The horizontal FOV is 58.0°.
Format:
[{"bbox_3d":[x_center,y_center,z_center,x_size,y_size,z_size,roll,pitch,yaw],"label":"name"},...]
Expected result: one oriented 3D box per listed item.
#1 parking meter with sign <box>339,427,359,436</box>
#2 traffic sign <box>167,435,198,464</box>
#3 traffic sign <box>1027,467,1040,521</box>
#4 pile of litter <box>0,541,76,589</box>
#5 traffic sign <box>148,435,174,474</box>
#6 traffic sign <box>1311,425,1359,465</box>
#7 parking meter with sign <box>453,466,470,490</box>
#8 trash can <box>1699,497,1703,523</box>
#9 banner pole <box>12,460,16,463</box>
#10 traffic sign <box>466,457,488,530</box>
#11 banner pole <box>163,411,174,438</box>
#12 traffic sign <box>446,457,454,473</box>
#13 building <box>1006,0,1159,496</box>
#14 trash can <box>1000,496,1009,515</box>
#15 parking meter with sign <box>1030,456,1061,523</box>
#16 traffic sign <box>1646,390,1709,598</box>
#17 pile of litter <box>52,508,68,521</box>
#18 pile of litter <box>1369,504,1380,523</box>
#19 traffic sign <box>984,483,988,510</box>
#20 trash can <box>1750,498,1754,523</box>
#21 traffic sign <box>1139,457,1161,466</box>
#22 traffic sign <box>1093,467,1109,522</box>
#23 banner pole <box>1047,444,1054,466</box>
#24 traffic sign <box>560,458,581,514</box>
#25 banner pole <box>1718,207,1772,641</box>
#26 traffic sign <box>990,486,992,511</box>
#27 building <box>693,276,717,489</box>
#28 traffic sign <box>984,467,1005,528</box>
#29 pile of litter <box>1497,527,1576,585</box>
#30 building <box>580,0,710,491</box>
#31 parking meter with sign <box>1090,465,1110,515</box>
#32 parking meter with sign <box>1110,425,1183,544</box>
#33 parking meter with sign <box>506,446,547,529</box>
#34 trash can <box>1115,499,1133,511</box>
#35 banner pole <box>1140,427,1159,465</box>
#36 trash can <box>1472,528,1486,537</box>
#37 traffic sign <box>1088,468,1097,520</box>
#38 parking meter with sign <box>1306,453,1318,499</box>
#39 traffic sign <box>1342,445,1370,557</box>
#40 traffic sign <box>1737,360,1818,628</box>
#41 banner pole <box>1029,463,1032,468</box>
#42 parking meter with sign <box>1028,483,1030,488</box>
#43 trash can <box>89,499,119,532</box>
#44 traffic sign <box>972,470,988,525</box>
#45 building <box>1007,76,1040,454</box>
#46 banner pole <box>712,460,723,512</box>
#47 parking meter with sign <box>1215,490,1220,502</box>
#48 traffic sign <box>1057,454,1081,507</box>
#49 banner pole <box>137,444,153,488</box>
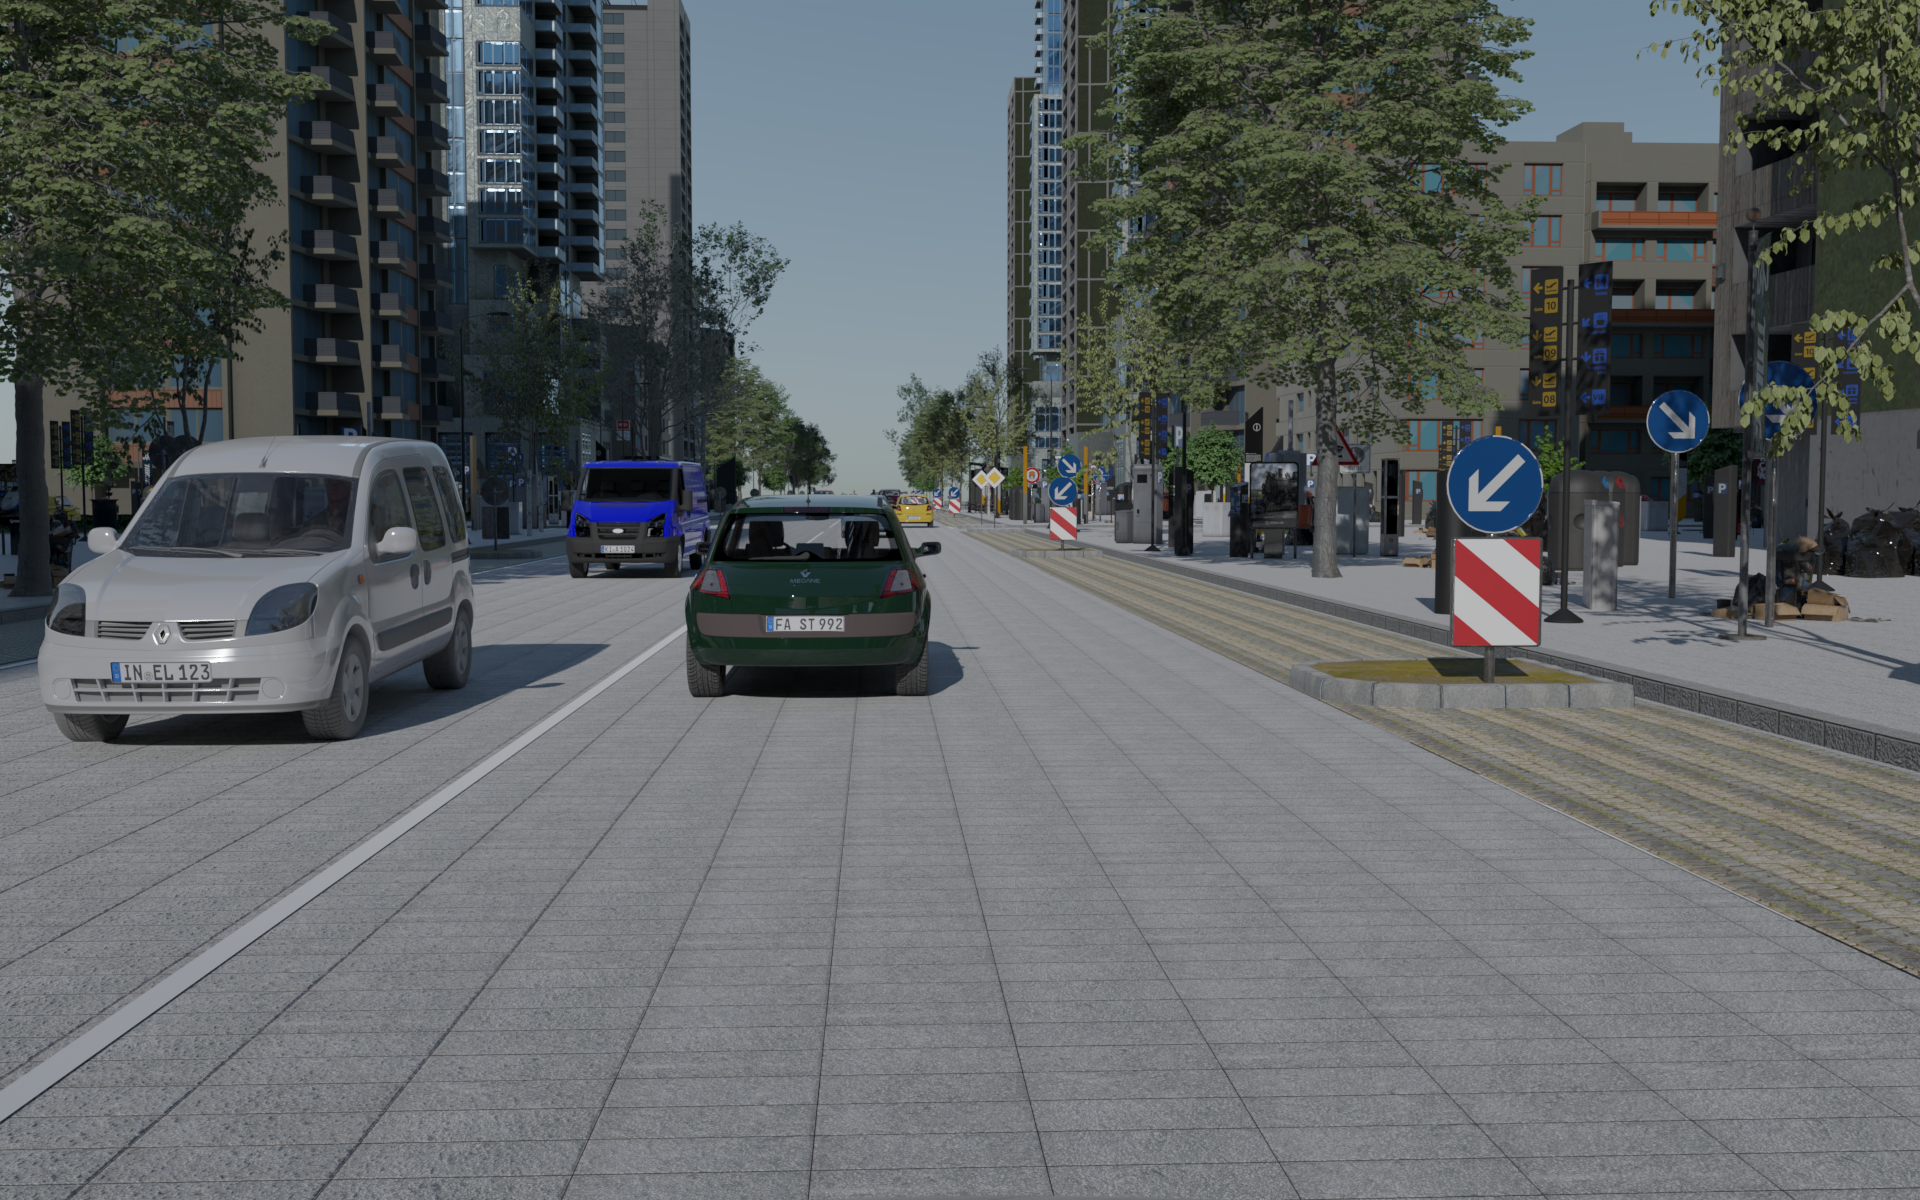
[{"bbox_3d":[-16.559,-3.022,45.667,1.738,3.016,0.543,3,4,37],"label":"parking meter with sign"},{"bbox_3d":[-16.618,-2.266,37.155,0.768,2.556,0.104,0,4,-1],"label":"traffic sign"},{"bbox_3d":[3.411,-5.023,82.225,0.768,2.556,0.104,0,4,-1],"label":"traffic sign"},{"bbox_3d":[-12.596,-0.603,23.827,1.719,0.858,1.176,2,4,32],"label":"pile of litter"},{"bbox_3d":[-17.145,-2.278,37.355,0.768,2.556,0.104,0,4,7],"label":"traffic sign"},{"bbox_3d":[6.944,-1.965,32.124,0.884,2.594,0.081,0,4,1],"label":"traffic sign"},{"bbox_3d":[-31.219,-6.800,107.434,1.738,3.016,0.543,2,4,30],"label":"parking meter with sign"},{"bbox_3d":[32.819,-3.933,75.961,0.748,1.137,0.748,0,3,0],"label":"trash can"},{"bbox_3d":[-60.320,-7.398,110.982,0.401,3.779,0.863,2,4,31],"label":"banner pole"},{"bbox_3d":[-17.059,-3.756,61.410,0.884,2.594,0.081,0,4,2],"label":"traffic sign"},{"bbox_3d":[-23.792,-3.798,52.121,0.401,3.779,0.863,0,4,1],"label":"banner pole"},{"bbox_3d":[-17.417,-3.558,58.284,0.768,2.556,0.104,0,4,6],"label":"traffic sign"},{"bbox_3d":[19.553,-58.551,269.973,22.319,86.520,31.000,0,4,-3],"label":"building"},{"bbox_3d":[2.641,-5.703,104.894,0.748,1.137,0.748,0,3,0],"label":"trash can"},{"bbox_3d":[3.949,-4.953,77.243,0.543,3.016,1.738,3,4,38],"label":"parking meter with sign"},{"bbox_3d":[8.772,-1.294,21.260,0.768,2.556,0.104,0,4,0],"label":"traffic sign"},{"bbox_3d":[-26.878,-2.281,51.253,1.176,0.858,1.719,2,4,28],"label":"pile of litter"},{"bbox_3d":[18.747,-3.946,78.479,1.176,0.858,1.719,-1,4,-19],"label":"pile of litter"},{"bbox_3d":[1.802,-7.595,124.185,0.884,2.594,0.081,0,4,5],"label":"traffic sign"},{"bbox_3d":[25.699,-2.774,57.010,0.748,1.137,0.748,0,3,0],"label":"trash can"},{"bbox_3d":[6.253,-3.489,57.150,0.768,2.556,0.104,0,4,5],"label":"traffic sign"},{"bbox_3d":[6.506,-4.902,80.249,0.768,2.556,0.104,0,4,3],"label":"traffic sign"},{"bbox_3d":[4.499,-5.861,85.851,0.401,3.779,0.863,2,4,31],"label":"banner pole"},{"bbox_3d":[-14.071,-3.842,62.825,0.884,2.594,0.081,0,4,-2],"label":"traffic sign"},{"bbox_3d":[6.886,-1.529,15.013,0.401,3.779,0.863,1,4,12],"label":"banner pole"},{"bbox_3d":[2.215,-7.614,124.591,0.768,2.556,0.104,0,4,-1],"label":"traffic sign"},{"bbox_3d":[-54.503,-35.815,277.459,32.217,40.220,23.993,0,4,-3],"label":"building"},{"bbox_3d":[1.283,-3.723,64.515,0.795,2.450,0.064,0,4,-3],"label":"traffic sign"},{"bbox_3d":[7.870,-0.660,24.764,1.719,0.858,1.176,2,4,31],"label":"pile of litter"},{"bbox_3d":[-47.685,-49.867,253.584,20.563,71.187,20.611,0,4,-3],"label":"building"},{"bbox_3d":[8.541,-6.617,104.455,0.543,3.016,1.738,3,5,39],"label":"parking meter with sign"},{"bbox_3d":[4.841,-2.954,44.564,1.738,3.016,0.543,2,4,33],"label":"parking meter with sign"},{"bbox_3d":[-15.909,-4.126,63.722,0.543,3.016,1.738,1,4,23],"label":"parking meter with sign"},{"bbox_3d":[4.465,-2.094,45.891,0.748,1.137,0.748,0,3,0],"label":"trash can"},{"bbox_3d":[6.236,-4.068,56.532,0.863,3.779,0.401,-1,4,-21],"label":"banner pole"},{"bbox_3d":[8.183,-0.915,26.611,0.748,1.137,0.748,0,3,0],"label":"trash can"},{"bbox_3d":[6.477,-5.155,84.383,0.768,2.556,0.104,0,4,-2],"label":"traffic sign"},{"bbox_3d":[14.792,-4.704,73.173,0.543,3.016,1.738,1,4,14],"label":"parking meter with sign"},{"bbox_3d":[7.985,-2.012,35.031,0.606,2.300,0.079,0,4,0],"label":"traffic sign"},{"bbox_3d":[7.789,-1.008,16.595,0.768,2.556,0.104,0,4,0],"label":"traffic sign"},{"bbox_3d":[5.707,-9.190,140.268,0.401,3.779,0.863,2,4,25],"label":"banner pole"},{"bbox_3d":[3.825,-5.638,88.435,1.738,3.016,0.543,-1,4,-10],"label":"parking meter with sign"},{"bbox_3d":[-23.738,-2.227,48.066,0.748,1.137,0.748,0,3,0],"label":"trash can"},{"bbox_3d":[0.903,-4.211,72.491,0.795,2.450,0.064,0,4,-3],"label":"traffic sign"},{"bbox_3d":[16.799,-52.497,296.574,20.563,71.187,20.611,0,4,-3],"label":"building"},{"bbox_3d":[-17.803,-8.398,127.322,0.863,3.779,0.401,0,4,-4],"label":"banner pole"},{"bbox_3d":[14.731,-6.227,98.077,0.543,3.016,1.738,1,4,16],"label":"parking meter with sign"},{"bbox_3d":[3.473,-3.365,55.127,0.768,2.556,0.104,0,4,-1],"label":"traffic sign"},{"bbox_3d":[-40.776,-5.905,86.560,0.863,3.779,0.401,-2,4,-31],"label":"banner pole"}]
